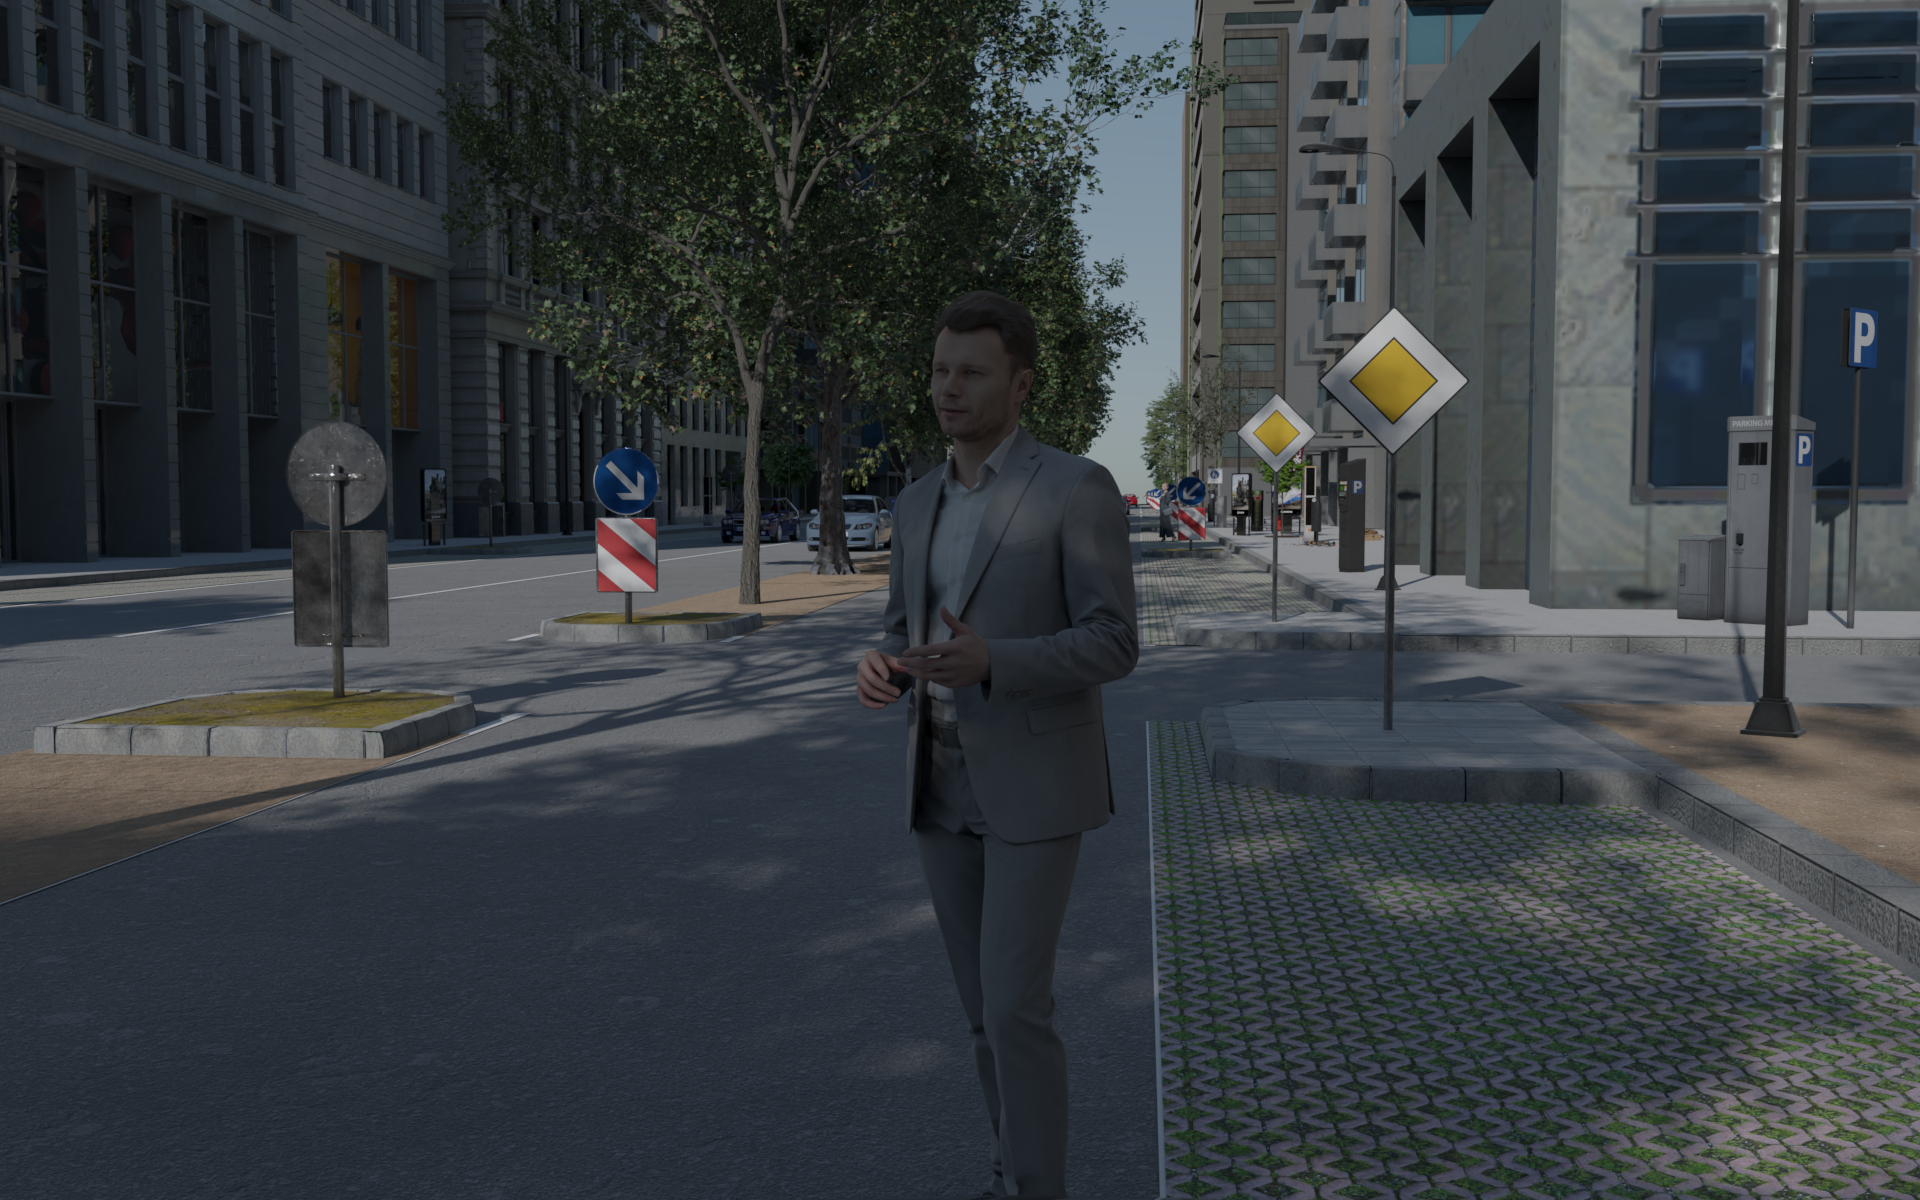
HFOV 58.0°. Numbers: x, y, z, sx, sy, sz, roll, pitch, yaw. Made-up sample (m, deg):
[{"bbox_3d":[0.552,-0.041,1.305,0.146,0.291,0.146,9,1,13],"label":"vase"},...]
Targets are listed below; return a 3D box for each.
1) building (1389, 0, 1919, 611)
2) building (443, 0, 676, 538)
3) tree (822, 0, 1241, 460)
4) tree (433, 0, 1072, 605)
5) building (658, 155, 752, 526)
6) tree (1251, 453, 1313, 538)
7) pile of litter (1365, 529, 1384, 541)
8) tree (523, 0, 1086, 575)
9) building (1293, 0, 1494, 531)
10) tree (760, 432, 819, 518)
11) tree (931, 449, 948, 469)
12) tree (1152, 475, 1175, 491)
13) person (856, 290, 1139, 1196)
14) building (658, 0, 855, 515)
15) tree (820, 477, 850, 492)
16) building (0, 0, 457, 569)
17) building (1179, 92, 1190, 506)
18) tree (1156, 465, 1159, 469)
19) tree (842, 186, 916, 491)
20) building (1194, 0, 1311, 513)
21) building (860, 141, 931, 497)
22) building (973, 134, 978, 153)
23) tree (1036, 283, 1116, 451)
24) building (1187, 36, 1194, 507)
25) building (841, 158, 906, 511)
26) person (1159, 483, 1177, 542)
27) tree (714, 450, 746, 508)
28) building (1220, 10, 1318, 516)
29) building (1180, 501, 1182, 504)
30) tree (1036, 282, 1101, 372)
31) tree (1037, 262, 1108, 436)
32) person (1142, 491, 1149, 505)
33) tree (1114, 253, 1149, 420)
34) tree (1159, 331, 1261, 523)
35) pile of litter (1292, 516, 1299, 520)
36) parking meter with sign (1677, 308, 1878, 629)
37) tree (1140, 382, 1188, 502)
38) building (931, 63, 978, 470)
[{"bbox_3d":[23.142,-43.640,26.181,31.000,86.520,22.319,0,4,6],"label":"building"},{"bbox_3d":[-17.556,-14.115,59.653,11.050,23.489,19.941,0,4,6],"label":"building"},{"bbox_3d":[0.937,-11.588,47.818,12.611,20.169,13.585,0,3,0],"label":"tree"},{"bbox_3d":[-2.778,-5.192,21.753,8.767,10.594,7.601,0,4,6],"label":"tree"},{"bbox_3d":[-16.291,-13.659,78.083,10.420,20.320,16.860,0,4,6],"label":"building"},{"bbox_3d":[9.650,-3.457,51.119,1.663,3.219,1.824,0,3,0],"label":"tree"},{"bbox_3d":[11.286,-2.097,48.245,1.176,0.858,1.719,3,5,40],"label":"pile of litter"},{"bbox_3d":[-2.276,-6.783,30.373,9.611,12.733,9.660,0,3,0],"label":"tree"},{"bbox_3d":[25.297,-27.439,68.243,23.786,49.044,30.456,0,4,6],"label":"building"},{"bbox_3d":[-9.092,-6.630,92.114,4.285,4.588,4.351,0,3,0],"label":"tree"},{"bbox_3d":[-1.185,-13.280,167.490,4.360,8.622,3.978,0,3,0],"label":"tree"},{"bbox_3d":[29.010,-16.076,246.554,4.285,4.588,4.351,0,3,0],"label":"tree"},{"bbox_3d":[0.005,0.340,3.149,0.606,1.804,0.583,3,5,39],"label":"person"},{"bbox_3d":[-18.883,-27.838,109.774,22.147,44.769,28.867,0,4,6],"label":"building"},{"bbox_3d":[-7.269,-6.662,103.528,1.663,3.219,1.824,0,3,0],"label":"tree"},{"bbox_3d":[-21.458,-15.744,34.905,11.434,29.767,29.804,0,4,6],"label":"building"},{"bbox_3d":[31.176,-32.943,188.722,14.600,45.320,14.200,0,4,6],"label":"building"},{"bbox_3d":[28.294,-17.608,238.246,4.360,8.622,3.978,0,3,0],"label":"tree"},{"bbox_3d":[-1.226,-5.307,39.589,4.737,8.622,4.395,0,3,0],"label":"tree"},{"bbox_3d":[27.857,-30.657,124.939,21.300,48.544,21.600,0,4,6],"label":"building"},{"bbox_3d":[-10.340,-30.900,155.324,14.600,45.320,14.200,0,4,6],"label":"building"},{"bbox_3d":[-7.052,-36.833,221.832,23.786,49.044,30.456,0,4,6],"label":"building"},{"bbox_3d":[3.747,-10.955,88.226,9.857,13.997,8.962,0,3,0],"label":"tree"},{"bbox_3d":[27.894,-29.012,157.934,14.154,41.232,14.086,0,4,6],"label":"building"},{"bbox_3d":[-20.934,-27.224,136.991,32.217,40.220,23.993,0,4,6],"label":"building"},{"bbox_3d":[6.145,-2.610,51.594,0.534,1.772,0.576,-3,4,-36],"label":"person"},{"bbox_3d":[-10.036,-4.976,75.962,1.663,3.219,1.824,0,3,0],"label":"tree"},{"bbox_3d":[23.034,-20.532,107.405,14.160,30.474,14.107,0,4,6],"label":"building"},{"bbox_3d":[37.355,-35.647,206.523,21.300,48.544,21.600,0,4,6],"label":"building"},{"bbox_3d":[2.322,-8.693,70.343,9.928,11.665,9.643,0,3,0],"label":"tree"},{"bbox_3d":[2.879,-9.723,79.557,7.486,12.596,7.792,0,3,0],"label":"tree"},{"bbox_3d":[21.937,-11.868,202.482,1.348,1.831,0.705,3,5,42],"label":"person"},{"bbox_3d":[1.731,-8.607,60.196,9.611,12.733,9.660,0,3,0],"label":"tree"},{"bbox_3d":[11.302,-7.790,77.733,4.360,8.622,3.978,0,3,0],"label":"tree"},{"bbox_3d":[16.417,-4.503,87.585,1.719,0.858,1.176,1,4,16],"label":"pile of litter"},{"bbox_3d":[7.993,-1.274,17.091,0.543,3.016,1.738,-3,4,-38],"label":"parking meter with sign"},{"bbox_3d":[21.635,-15.732,175.338,7.486,12.596,7.792,0,3,0],"label":"tree"},{"bbox_3d":[-13.170,-36.944,193.276,28.713,52.752,27.495,0,4,6],"label":"building"}]
